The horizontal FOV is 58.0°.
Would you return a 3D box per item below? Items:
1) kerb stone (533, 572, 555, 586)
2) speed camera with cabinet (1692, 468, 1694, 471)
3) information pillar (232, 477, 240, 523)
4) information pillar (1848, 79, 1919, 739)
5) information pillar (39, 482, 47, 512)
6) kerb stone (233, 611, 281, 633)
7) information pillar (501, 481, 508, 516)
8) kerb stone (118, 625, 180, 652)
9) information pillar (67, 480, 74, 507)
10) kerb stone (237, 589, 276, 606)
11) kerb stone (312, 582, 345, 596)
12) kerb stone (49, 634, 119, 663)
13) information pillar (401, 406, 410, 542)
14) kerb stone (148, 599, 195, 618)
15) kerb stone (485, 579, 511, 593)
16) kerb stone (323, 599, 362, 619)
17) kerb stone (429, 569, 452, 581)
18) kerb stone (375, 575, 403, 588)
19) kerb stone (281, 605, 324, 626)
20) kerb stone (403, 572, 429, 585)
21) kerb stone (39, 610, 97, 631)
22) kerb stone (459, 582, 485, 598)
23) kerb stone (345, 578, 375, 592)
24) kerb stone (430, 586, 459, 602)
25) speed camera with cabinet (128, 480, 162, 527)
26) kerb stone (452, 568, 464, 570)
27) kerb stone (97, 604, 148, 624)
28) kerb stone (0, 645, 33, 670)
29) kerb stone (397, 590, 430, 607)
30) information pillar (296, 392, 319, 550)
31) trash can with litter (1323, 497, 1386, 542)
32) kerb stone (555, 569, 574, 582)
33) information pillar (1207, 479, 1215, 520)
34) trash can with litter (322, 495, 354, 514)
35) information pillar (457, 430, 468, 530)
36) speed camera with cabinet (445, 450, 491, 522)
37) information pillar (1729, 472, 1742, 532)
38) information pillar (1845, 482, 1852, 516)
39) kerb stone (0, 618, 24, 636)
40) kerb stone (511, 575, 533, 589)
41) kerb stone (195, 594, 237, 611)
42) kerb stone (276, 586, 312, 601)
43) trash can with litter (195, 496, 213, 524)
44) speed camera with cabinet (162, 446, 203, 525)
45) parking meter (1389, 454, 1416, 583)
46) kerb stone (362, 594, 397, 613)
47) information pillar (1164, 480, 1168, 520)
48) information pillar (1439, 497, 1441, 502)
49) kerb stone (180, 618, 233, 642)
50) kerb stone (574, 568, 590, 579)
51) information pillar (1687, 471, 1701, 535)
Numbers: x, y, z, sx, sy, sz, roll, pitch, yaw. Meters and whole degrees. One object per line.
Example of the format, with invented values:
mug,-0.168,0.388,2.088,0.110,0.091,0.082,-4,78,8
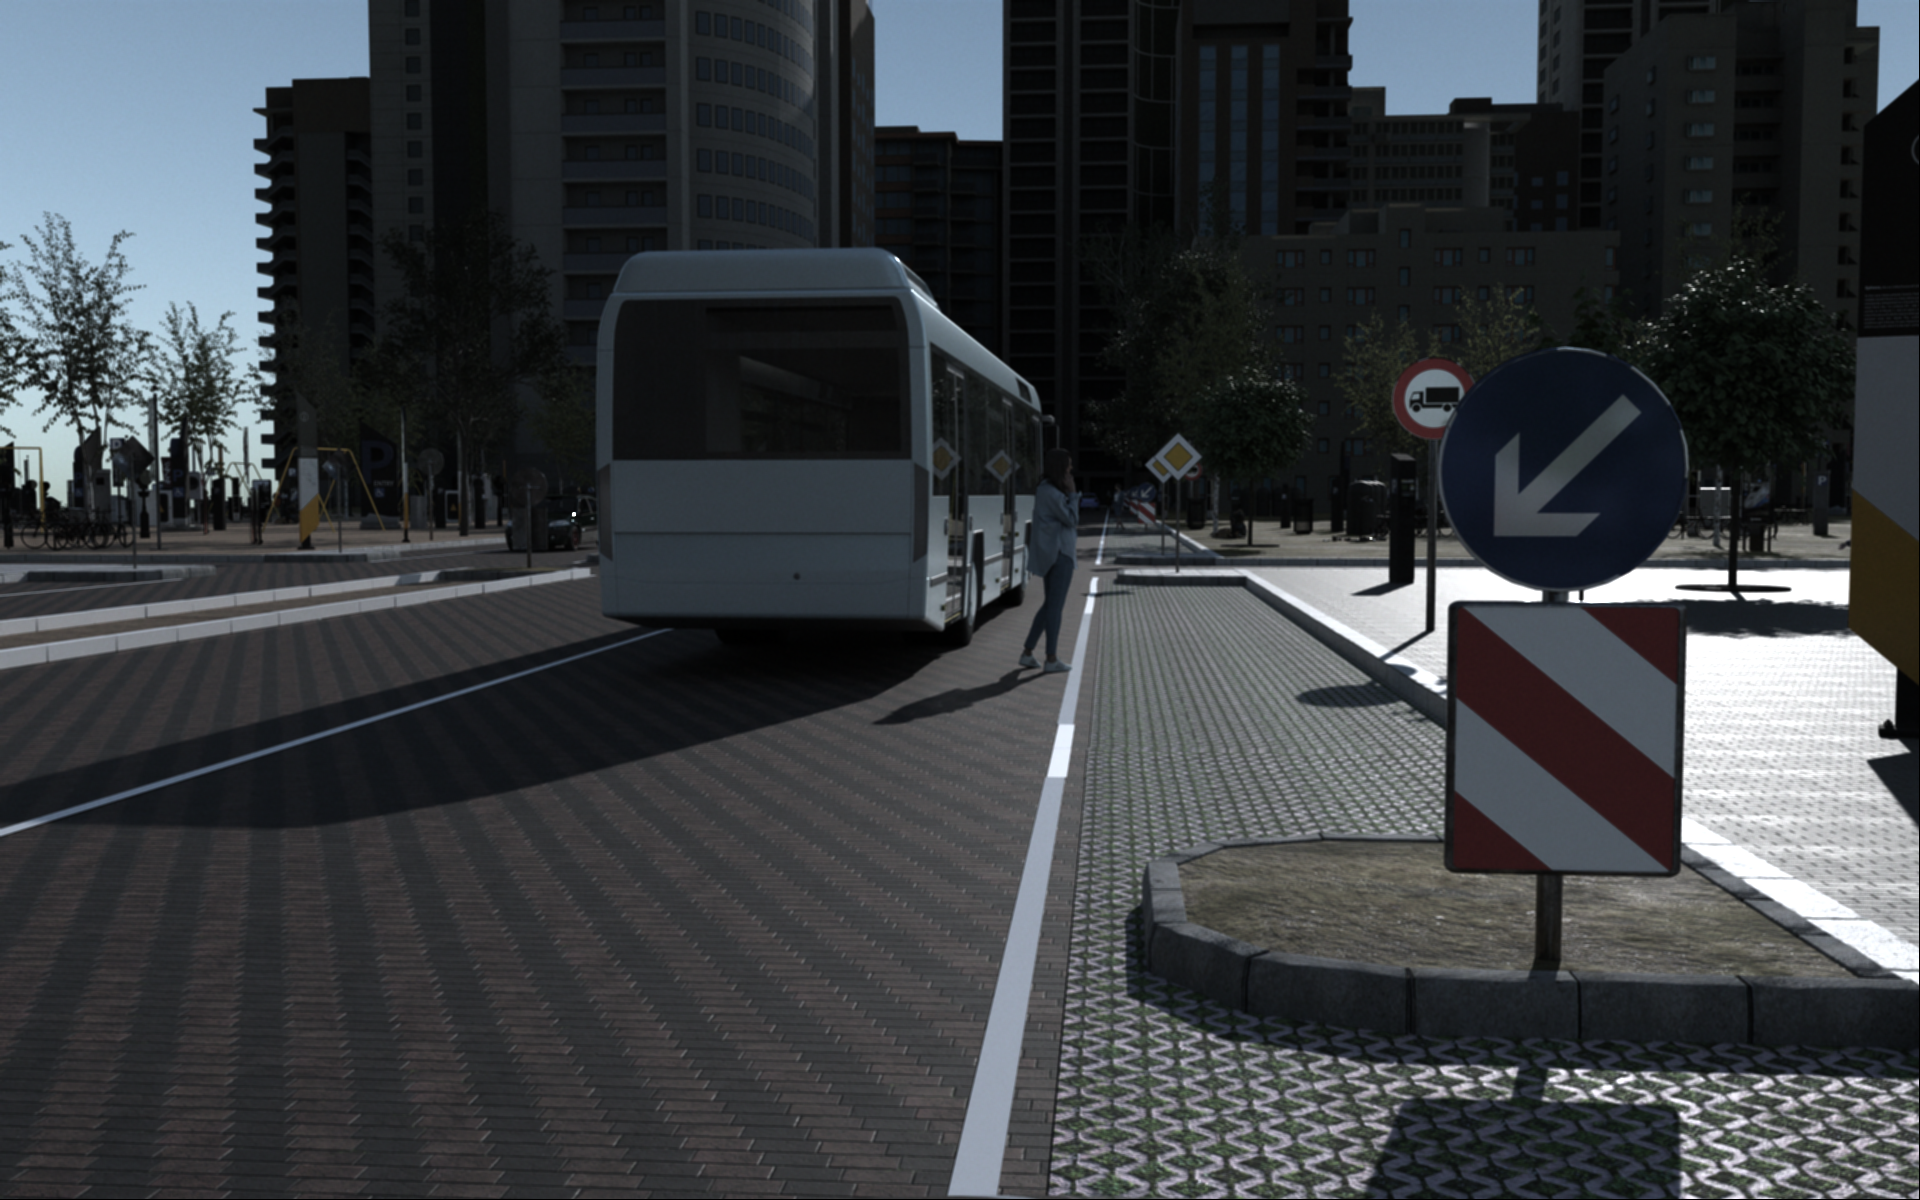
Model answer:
kerb stone,-6.687,-0.322,27.456,0.120,0.150,1.000,0,4,5
speed camera with cabinet,42.447,-6.542,101.305,0.660,3.252,2.038,0,4,8
information pillar,-31.797,-4.378,76.069,0.304,2.012,0.304,-1,4,-21
information pillar,4.981,-1.085,9.092,0.504,3.616,0.183,2,4,26
information pillar,-54.093,-5.976,102.191,0.304,2.012,0.304,-1,4,-15
kerb stone,-7.487,0.246,18.273,0.120,0.150,1.000,0,4,5
information pillar,-26.588,-5.906,101.063,0.304,2.012,0.304,1,4,15
kerb stone,-7.666,0.366,16.232,0.120,0.150,1.000,0,4,5
information pillar,-46.782,-5.302,91.172,0.304,2.012,0.304,-3,5,-42
kerb stone,-9.228,-0.020,22.536,0.120,0.150,1.000,0,4,5
kerb stone,-9.037,-0.141,24.575,0.120,0.150,1.000,0,4,5
kerb stone,-7.755,0.428,15.205,0.120,0.150,1.000,0,4,5
information pillar,-14.708,-3.337,45.908,0.183,3.616,0.504,-1,4,-22
kerb stone,-9.403,0.106,20.500,0.120,0.150,1.000,0,4,5
kerb stone,-6.858,-0.192,25.406,0.120,0.150,1.000,0,4,5
kerb stone,-7.316,0.115,20.309,0.120,0.150,1.000,0,4,5
kerb stone,-8.693,-0.396,28.670,0.120,0.150,1.000,0,4,5
kerb stone,-8.871,-0.268,26.624,0.120,0.150,1.000,0,4,5
kerb stone,-7.396,0.179,19.290,0.120,0.150,1.000,0,4,5
kerb stone,-8.778,-0.331,27.648,0.120,0.150,1.000,0,4,5
kerb stone,-9.579,0.231,18.464,0.120,0.150,1.000,0,4,5
kerb stone,-6.957,-0.133,24.388,0.120,0.150,1.000,0,4,5
kerb stone,-8.955,-0.205,25.599,0.120,0.150,1.000,0,4,5
kerb stone,-7.048,-0.072,23.370,0.120,0.150,1.000,0,4,5
speed camera with cabinet,-32.413,-4.546,68.665,0.660,3.252,2.038,-3,4,-39
kerb stone,-8.600,-0.458,29.688,0.120,0.150,1.000,0,4,5
kerb stone,-9.499,0.166,19.482,0.120,0.150,1.000,0,4,5
kerb stone,-7.845,0.490,14.187,0.120,0.150,1.000,0,4,5
kerb stone,-7.133,-0.010,22.352,0.120,0.150,1.000,0,4,5
information pillar,-15.068,-2.975,40.001,0.183,3.616,0.504,2,4,35
trash can with litter,10.782,-2.222,47.389,2.233,1.210,1.678,-1,4,-20
kerb stone,-6.605,-0.381,28.486,0.120,0.150,1.000,0,4,5
information pillar,12.616,-5.047,87.017,0.304,2.012,0.304,-3,4,-36
trash can with litter,-40.315,-6.162,111.801,2.233,1.210,1.678,0,4,-5
information pillar,-17.787,-4.317,61.934,0.504,3.616,0.183,3,4,39
speed camera with cabinet,-22.242,-5.129,78.187,2.038,3.252,0.660,1,4,13
information pillar,25.701,-3.234,57.372,0.304,2.012,0.304,1,4,10
information pillar,52.611,-5.992,102.468,0.304,2.012,0.304,-3,5,-43
kerb stone,-9.670,0.291,17.437,0.120,0.150,1.000,0,4,5
kerb stone,-6.783,-0.256,26.434,0.120,0.150,1.000,0,4,5
kerb stone,-9.319,0.048,21.519,0.120,0.150,1.000,0,4,5
kerb stone,-9.137,-0.083,23.554,0.120,0.150,1.000,0,4,5
trash can with litter,-31.729,-3.777,73.147,1.055,1.170,0.624,-2,4,-28
speed camera with cabinet,-32.262,-4.703,71.232,2.038,3.252,0.660,-1,4,-11
parking meter,6.393,-1.181,25.016,0.255,1.863,0.399,0,4,-8
kerb stone,-7.228,0.053,21.332,0.120,0.150,1.000,0,4,5
information pillar,10.337,-5.071,87.406,0.304,2.012,0.304,0,4,3
information pillar,23.997,-5.780,85.864,0.504,3.616,0.183,2,4,27
kerb stone,-7.576,0.308,17.251,0.120,0.150,1.000,0,4,5
kerb stone,-6.508,-0.447,29.503,0.120,0.150,1.000,0,4,5
information pillar,23.000,-3.045,54.283,0.304,2.012,0.304,2,4,35
